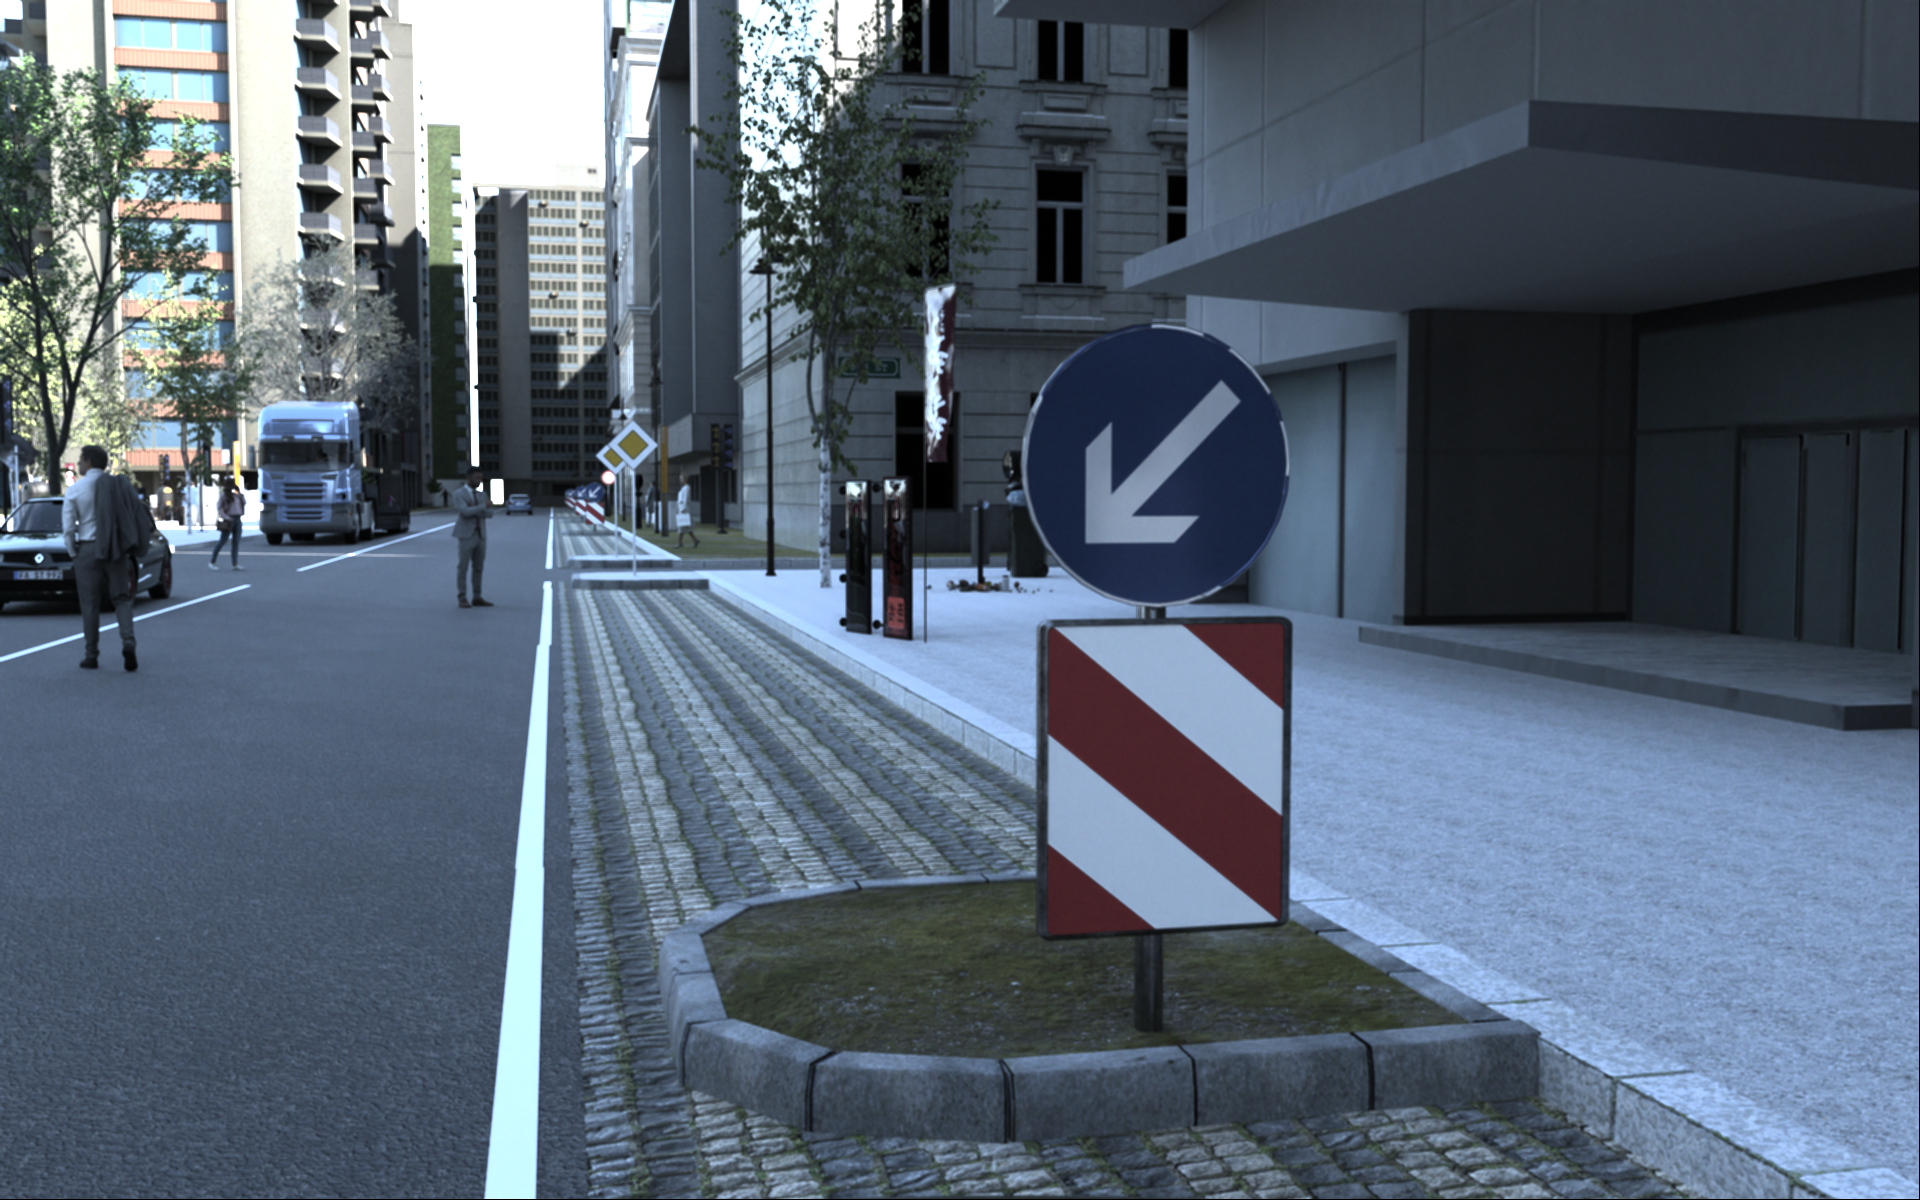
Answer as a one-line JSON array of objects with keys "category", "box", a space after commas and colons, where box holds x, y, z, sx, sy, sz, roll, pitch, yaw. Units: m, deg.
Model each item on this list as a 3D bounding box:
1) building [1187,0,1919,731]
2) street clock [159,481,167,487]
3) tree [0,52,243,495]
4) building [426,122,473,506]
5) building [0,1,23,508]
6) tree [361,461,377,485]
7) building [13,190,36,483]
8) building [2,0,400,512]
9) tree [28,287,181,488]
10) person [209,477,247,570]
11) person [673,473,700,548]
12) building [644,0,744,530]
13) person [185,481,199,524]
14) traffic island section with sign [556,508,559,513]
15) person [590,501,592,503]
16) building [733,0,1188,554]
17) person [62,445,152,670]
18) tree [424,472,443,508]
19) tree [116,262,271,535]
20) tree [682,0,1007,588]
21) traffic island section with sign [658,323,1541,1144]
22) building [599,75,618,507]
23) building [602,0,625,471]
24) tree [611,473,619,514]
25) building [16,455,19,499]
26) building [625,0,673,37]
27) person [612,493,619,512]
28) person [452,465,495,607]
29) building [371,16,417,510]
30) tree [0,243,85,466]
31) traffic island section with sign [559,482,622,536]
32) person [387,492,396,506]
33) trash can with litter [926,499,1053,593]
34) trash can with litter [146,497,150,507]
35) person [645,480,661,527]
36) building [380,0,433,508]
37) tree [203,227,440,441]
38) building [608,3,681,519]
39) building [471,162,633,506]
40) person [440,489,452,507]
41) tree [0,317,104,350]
[{"category": "building", "box": [16.212, -25.697, 9.389, 28.713, 52.752, 27.495, -1, 4, -13]}, {"category": "street clock", "box": [-44.402, -5.624, 96.529, 0.358, 2.002, 0.471, 0, 4, -5]}, {"category": "tree", "box": [-20.954, -6.996, 40.132, 9.928, 11.665, 9.643, 0, 3, 0]}, {"category": "building", "box": [-61.911, -31.138, 192.703, 14.086, 41.232, 14.154, -1, 4, -13]}, {"category": "building", "box": [-100.923, -32.694, 154.154, 30.456, 49.044, 23.786, -1, 4, -13]}, {"category": "tree", "box": [-34.730, -6.498, 100.843, 1.663, 3.219, 1.824, 0, 3, 0]}, {"category": "building", "box": [-80.523, -24.073, 165.300, 14.107, 30.474, 14.160, -1, 4, -13]}, {"category": "building", "box": [-50.309, -28.250, 116.509, 22.147, 44.769, 28.867, -1, 4, -13]}, {"category": "tree", "box": [-30.501, -6.866, 62.616, 4.360, 8.622, 3.978, 0, 3, 0]}, {"category": "person", "box": [-13.787, -1.435, 32.552, 0.643, 1.750, 0.593, 1, 4, 22]}, {"category": "person", "box": [-6.469, -2.114, 40.956, 0.624, 1.780, 0.694, 0, 4, -1]}, {"category": "building", "box": [-5.706, -15.691, 75.610, 14.314, 24.678, 30.058, -1, 4, -13]}, {"category": "person", "box": [-31.274, -3.944, 70.712, 0.721, 1.800, 0.419, -3, 5, -43]}, {"category": "traffic island section with sign", "box": [-18.938, -4.745, 86.204, 1.989, 1.847, 2.006, -1, 4, -13]}, {"category": "person", "box": [-32.944, -9.072, 154.887, 0.721, 1.766, 1.217, -1, 4, -9]}, {"category": "building", "box": [16.116, -16.654, 48.703, 44.131, 29.872, 17.030, -1, 4, -13]}, {"category": "person", "box": [-6.956, -0.339, 14.137, 0.679, 1.850, 0.850, -3, 5, -44]}, {"category": "tree", "box": [-46.925, -9.786, 154.610, 1.663, 3.219, 1.824, 0, 3, 0]}, {"category": "tree", "box": [-24.062, -6.365, 54.433, 4.737, 8.622, 4.395, 0, 3, 0]}, {"category": "tree", "box": [-1.625, -4.481, 23.619, 4.737, 8.622, 4.395, 0, 3, 0]}, {"category": "traffic island section with sign", "box": [0.190, 0.235, 4.787, 1.989, 1.847, 2.006, -1, 4, -13]}, {"category": "building", "box": [-23.085, -33.592, 168.832, 23.786, 49.044, 30.456, -1, 4, -13]}, {"category": "building", "box": [-14.866, -33.743, 140.937, 28.713, 52.752, 27.495, -1, 4, -13]}, {"category": "tree", "box": [-22.095, -7.164, 111.739, 1.663, 3.219, 1.824, 0, 3, 0]}, {"category": "building", "box": [-85.051, -53.677, 190.283, 31.000, 86.520, 22.319, -1, 4, -13]}, {"category": "building", "box": [-15.761, -26.623, 118.887, 14.154, 41.232, 14.086, -1, 4, -13]}, {"category": "person", "box": [-24.418, -7.130, 123.143, 0.617, 1.759, 0.750, 0, 4, 3]}, {"category": "person", "box": [-6.151, -0.814, 21.993, 0.466, 1.800, 0.511, 1, 4, 22]}, {"category": "building", "box": [-55.550, -42.910, 139.838, 20.563, 71.187, 20.611, -1, 4, -13]}, {"category": "tree", "box": [-26.031, -5.938, 47.456, 4.737, 8.622, 4.395, 0, 3, 0]}, {"category": "traffic island section with sign", "box": [-12.737, -3.130, 59.806, 1.989, 1.847, 2.006, -1, 4, -13]}, {"category": "person", "box": [-36.858, -6.294, 112.172, 0.991, 1.433, 0.599, 3, 5, 40]}, {"category": "trash can with litter", "box": [0.377, -0.761, 23.503, 1.678, 1.210, 2.233, 0, 4, 0]}, {"category": "trash can with litter", "box": [-43.292, -4.930, 91.987, 0.624, 1.170, 1.055, -1, 4, -12]}, {"category": "person", "box": [-11.945, -3.752, 67.484, 0.767, 1.812, 0.694, 3, 5, 43]}, {"category": "building", "box": [-62.019, -33.049, 164.046, 21.600, 48.544, 21.300, -1, 4, -13]}, {"category": "tree", "box": [-29.100, -10.321, 79.115, 12.009, 13.543, 11.850, 0, 3, 0]}, {"category": "building", "box": [-13.024, -19.186, 99.602, 13.634, 28.700, 20.117, -1, 4, -13]}, {"category": "building", "box": [-45.355, -31.447, 206.046, 23.993, 40.220, 32.217, -1, 4, -13]}, {"category": "person", "box": [-51.979, -10.335, 175.045, 0.705, 1.821, 1.348, 3, 5, 44]}, {"category": "tree", "box": [-39.542, -7.514, 73.212, 4.360, 8.622, 3.978, 0, 3, 0]}]
